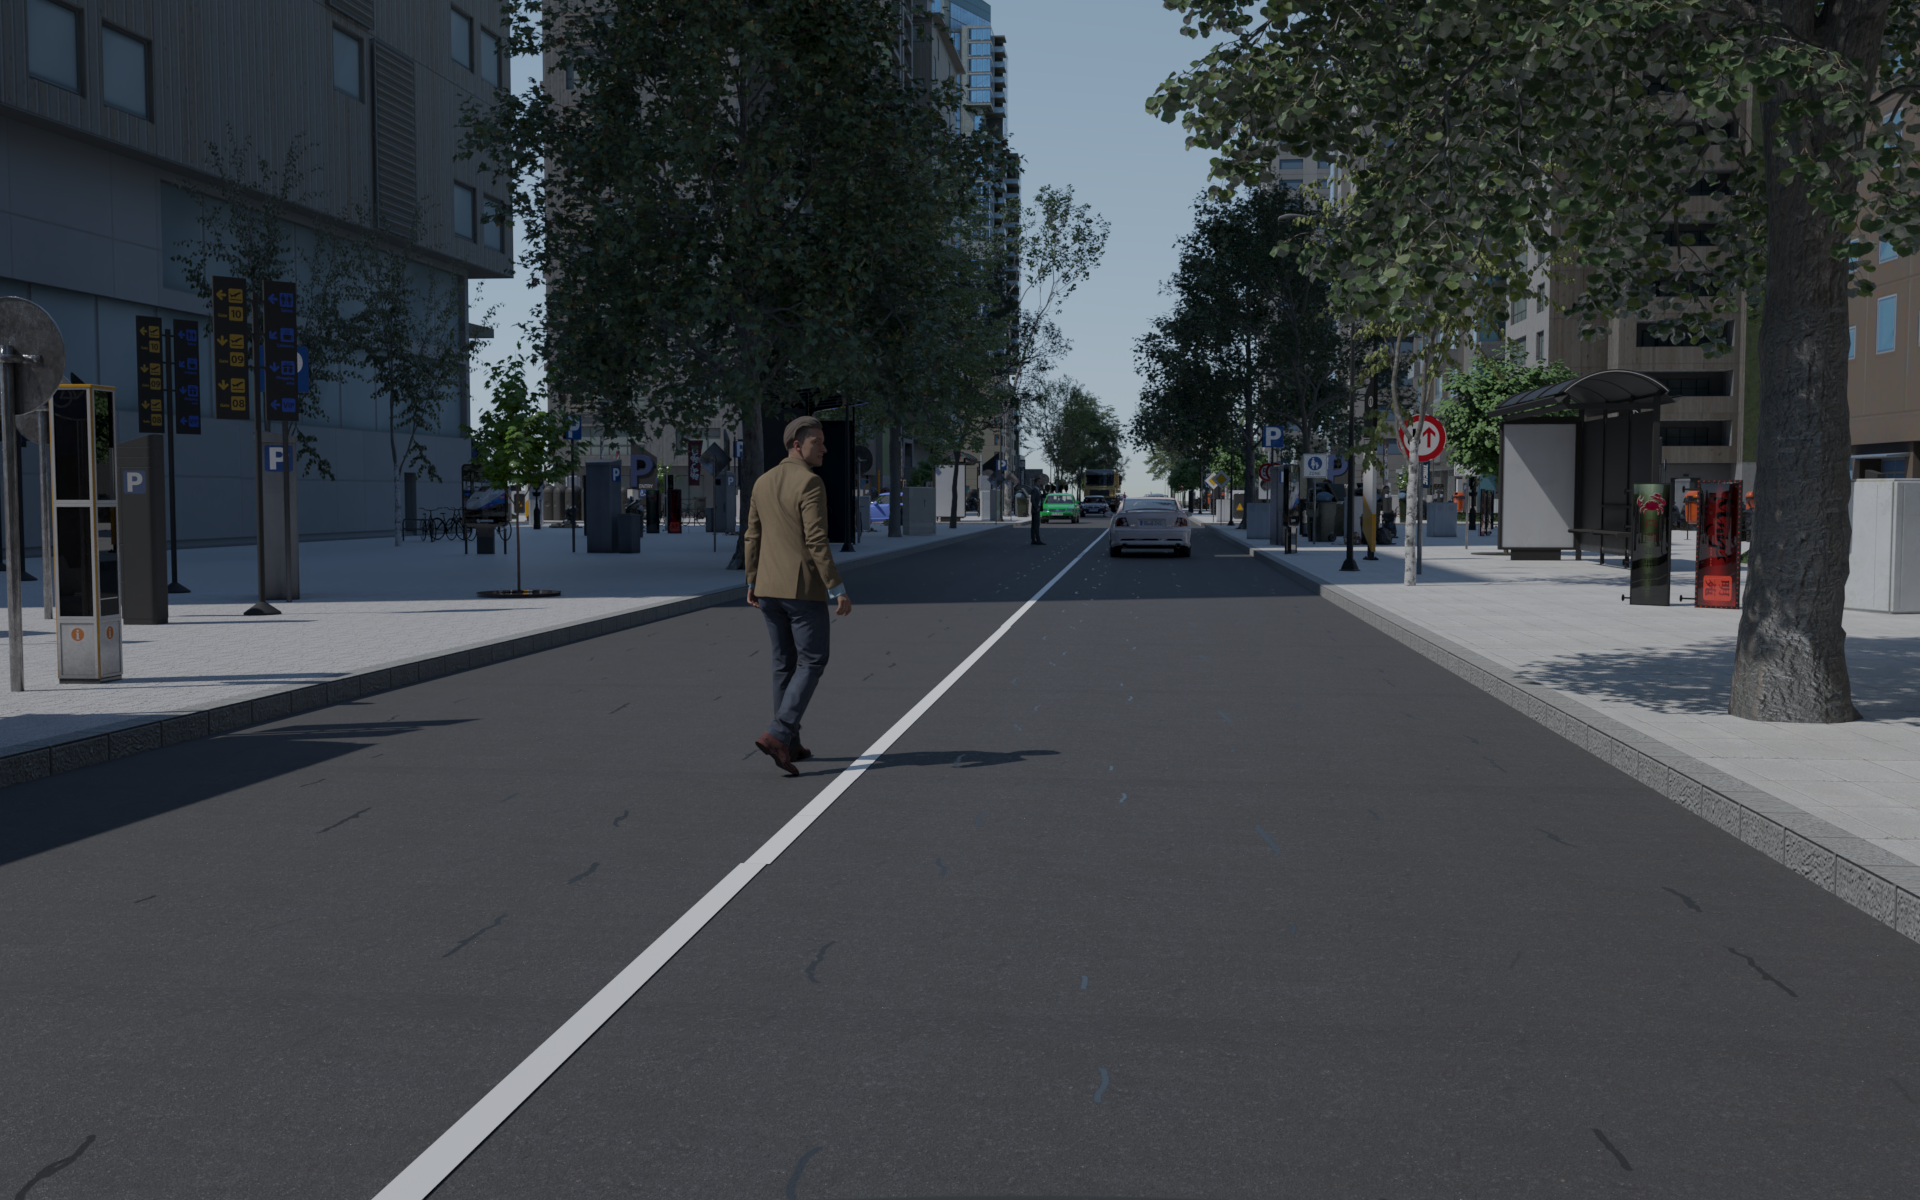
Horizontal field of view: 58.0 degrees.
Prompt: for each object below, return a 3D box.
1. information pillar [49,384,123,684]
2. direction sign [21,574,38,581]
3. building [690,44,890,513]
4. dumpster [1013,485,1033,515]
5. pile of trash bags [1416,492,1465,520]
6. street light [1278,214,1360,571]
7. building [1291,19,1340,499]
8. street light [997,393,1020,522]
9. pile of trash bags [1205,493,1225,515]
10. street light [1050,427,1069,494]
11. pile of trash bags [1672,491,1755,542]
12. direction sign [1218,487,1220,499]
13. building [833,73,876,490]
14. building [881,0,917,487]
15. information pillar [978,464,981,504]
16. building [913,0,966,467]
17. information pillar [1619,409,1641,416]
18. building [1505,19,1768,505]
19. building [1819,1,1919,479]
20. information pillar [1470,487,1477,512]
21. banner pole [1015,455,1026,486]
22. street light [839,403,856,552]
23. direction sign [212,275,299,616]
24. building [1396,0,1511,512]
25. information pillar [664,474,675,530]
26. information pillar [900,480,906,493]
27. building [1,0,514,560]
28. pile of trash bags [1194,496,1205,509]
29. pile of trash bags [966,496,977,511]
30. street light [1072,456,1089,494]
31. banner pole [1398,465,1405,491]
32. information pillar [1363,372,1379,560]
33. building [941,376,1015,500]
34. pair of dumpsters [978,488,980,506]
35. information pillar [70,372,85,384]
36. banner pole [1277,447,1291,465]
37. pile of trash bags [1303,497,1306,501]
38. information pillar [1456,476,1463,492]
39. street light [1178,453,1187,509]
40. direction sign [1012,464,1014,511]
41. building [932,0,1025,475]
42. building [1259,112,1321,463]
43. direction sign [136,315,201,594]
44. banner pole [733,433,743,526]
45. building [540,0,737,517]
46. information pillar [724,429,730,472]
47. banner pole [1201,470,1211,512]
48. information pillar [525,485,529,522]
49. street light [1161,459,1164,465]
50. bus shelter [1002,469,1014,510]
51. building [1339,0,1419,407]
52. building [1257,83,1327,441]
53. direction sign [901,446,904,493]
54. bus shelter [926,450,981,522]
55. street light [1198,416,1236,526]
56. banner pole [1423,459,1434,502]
[{"bbox_3d":[-5.936,-0.445,11.770,0.304,2.012,0.304,0,4,3],"label":"information pillar"},{"bbox_3d":[-13.862,-2.050,25.518,0.876,3.537,0.379,2,4,24],"label":"direction sign"},{"bbox_3d":[-13.790,-28.305,146.378,14.154,41.232,14.086,0,4,6],"label":"building"},{"bbox_3d":[3.972,-6.250,107.945,1.264,1.857,1.865,0,4,6],"label":"dumpster"},{"bbox_3d":[23.304,-4.508,83.460,1.912,1.369,3.447,-1,4,-15],"label":"pile of trash bags"},{"bbox_3d":[5.976,-3.443,28.839,1.470,5.913,1.316,0,4,6],"label":"street light"},{"bbox_3d":[50.219,-53.968,195.055,22.319,86.520,31.000,0,4,6],"label":"building"},{"bbox_3d":[2.409,-6.529,79.294,1.470,5.913,1.316,0,4,6],"label":"street light"},{"bbox_3d":[16.123,-5.824,104.969,1.912,1.369,3.447,0,4,2],"label":"pile of trash bags"},{"bbox_3d":[6.861,-9.051,120.519,1.470,5.913,1.316,0,4,6],"label":"street light"},{"bbox_3d":[21.187,-2.296,47.298,1.912,1.369,3.447,-2,4,-25],"label":"pile of trash bags"},{"bbox_3d":[17.363,-7.589,116.076,0.876,3.537,0.379,-2,4,-28],"label":"direction sign"},{"bbox_3d":[-14.017,-28.987,124.050,14.600,45.320,14.200,0,4,6],"label":"building"},{"bbox_3d":[-13.063,-44.525,166.232,20.563,71.187,20.611,0,4,6],"label":"building"},{"bbox_3d":[1.570,-8.346,127.819,0.504,3.616,0.183,-2,4,-31],"label":"information pillar"},{"bbox_3d":[-14.790,-36.834,191.474,28.713,52.752,27.495,0,4,6],"label":"building"},{"bbox_3d":[15.124,-2.923,39.143,0.504,3.616,0.183,2,4,24],"label":"information pillar"},{"bbox_3d":[38.086,-19.696,93.727,14.107,30.474,14.160,0,4,6],"label":"building"},{"bbox_3d":[32.411,-24.215,46.034,14.600,45.320,14.200,0,4,6],"label":"building"},{"bbox_3d":[33.859,-6.706,114.132,0.304,2.012,0.304,-1,4,-14],"label":"information pillar"},{"bbox_3d":[3.869,-7.349,110.180,0.863,3.779,0.401,-3,4,-38],"label":"banner pole"},{"bbox_3d":[-1.953,-4.015,38.181,1.470,5.913,1.316,0,4,6],"label":"street light"},{"bbox_3d":[-7.428,-1.611,18.337,0.876,3.537,0.379,-3,5,-45],"label":"direction sign"},{"bbox_3d":[46.365,-31.217,129.998,23.786,49.044,30.456,0,4,6],"label":"building"},{"bbox_3d":[-10.434,-3.531,62.218,0.304,2.012,0.304,-2,4,-27],"label":"information pillar"},{"bbox_3d":[-2.973,-5.175,89.102,0.304,2.012,0.304,2,4,23],"label":"information pillar"},{"bbox_3d":[-29.558,-27.953,46.274,27.495,52.752,28.713,0,4,6],"label":"building"},{"bbox_3d":[20.573,-8.224,144.208,1.912,1.369,3.447,0,4,-4],"label":"pile of trash bags"},{"bbox_3d":[1.397,-7.604,134.074,1.912,1.369,3.447,3,5,44],"label":"pile of trash bags"},{"bbox_3d":[10.623,-11.185,155.411,1.470,5.913,1.316,0,4,6],"label":"street light"},{"bbox_3d":[38.400,-9.817,150.529,0.401,3.779,0.863,-2,4,-32],"label":"banner pole"},{"bbox_3d":[7.969,-2.586,33.629,0.183,3.616,0.504,-1,4,-9],"label":"information pillar"},{"bbox_3d":[-6.240,-25.972,269.677,27.650,21.520,28.899,0,4,6],"label":"building"},{"bbox_3d":[2.101,-7.329,122.320,1.574,2.255,4.437,0,4,6],"label":"pair of dumpsters"},{"bbox_3d":[-16.929,-2.580,33.542,0.183,3.616,0.504,3,4,39],"label":"information pillar"},{"bbox_3d":[15.357,-5.662,82.584,0.863,3.779,0.401,2,4,23],"label":"banner pole"},{"bbox_3d":[28.928,-8.482,148.436,3.447,1.369,1.912,1,4,21],"label":"pile of trash bags"},{"bbox_3d":[27.675,-6.397,95.939,0.504,3.616,0.183,-3,5,-42],"label":"information pillar"},{"bbox_3d":[14.875,-8.471,111.045,1.470,5.913,1.316,0,4,6],"label":"street light"},{"bbox_3d":[3.983,-8.514,131.201,0.379,3.537,0.876,0,3,0],"label":"direction sign"},{"bbox_3d":[0.436,-60.215,297.179,22.319,86.520,31.000,0,4,6],"label":"building"},{"bbox_3d":[57.962,-44.728,273.298,21.231,58.520,28.212,0,4,6],"label":"building"},{"bbox_3d":[-10.199,-1.859,22.393,0.379,3.537,0.876,2,4,30],"label":"direction sign"},{"bbox_3d":[-8.841,-4.856,69.407,0.863,3.779,0.401,2,4,32],"label":"banner pole"},{"bbox_3d":[-15.575,-25.597,102.113,14.154,41.232,14.086,0,4,6],"label":"building"},{"bbox_3d":[-8.366,-4.331,62.174,0.183,3.616,0.504,-2,4,-25],"label":"information pillar"},{"bbox_3d":[17.665,-8.238,124.700,0.863,3.779,0.401,0,4,2],"label":"banner pole"},{"bbox_3d":[-20.106,-5.477,80.911,0.504,3.616,0.183,1,4,21],"label":"information pillar"},{"bbox_3d":[27.464,-15.705,229.313,1.470,5.913,1.316,0,4,6],"label":"street light"},{"bbox_3d":[2.442,-7.517,116.822,2.014,3.302,5.546,0,4,6],"label":"bus shelter"},{"bbox_3d":[46.971,-38.169,166.057,21.231,58.520,28.212,0,4,6],"label":"building"},{"bbox_3d":[60.076,-52.569,297.760,20.563,71.187,20.611,0,4,6],"label":"building"},{"bbox_3d":[-2.718,-5.504,81.981,0.379,3.537,0.876,-1,4,-9],"label":"direction sign"},{"bbox_3d":[-0.246,-5.375,81.812,2.014,3.302,5.546,0,4,6],"label":"bus shelter"},{"bbox_3d":[10.443,-5.963,70.040,1.470,5.913,1.316,0,4,6],"label":"street light"},{"bbox_3d":[24.129,-6.066,89.199,0.863,3.779,0.401,2,4,29],"label":"banner pole"}]
